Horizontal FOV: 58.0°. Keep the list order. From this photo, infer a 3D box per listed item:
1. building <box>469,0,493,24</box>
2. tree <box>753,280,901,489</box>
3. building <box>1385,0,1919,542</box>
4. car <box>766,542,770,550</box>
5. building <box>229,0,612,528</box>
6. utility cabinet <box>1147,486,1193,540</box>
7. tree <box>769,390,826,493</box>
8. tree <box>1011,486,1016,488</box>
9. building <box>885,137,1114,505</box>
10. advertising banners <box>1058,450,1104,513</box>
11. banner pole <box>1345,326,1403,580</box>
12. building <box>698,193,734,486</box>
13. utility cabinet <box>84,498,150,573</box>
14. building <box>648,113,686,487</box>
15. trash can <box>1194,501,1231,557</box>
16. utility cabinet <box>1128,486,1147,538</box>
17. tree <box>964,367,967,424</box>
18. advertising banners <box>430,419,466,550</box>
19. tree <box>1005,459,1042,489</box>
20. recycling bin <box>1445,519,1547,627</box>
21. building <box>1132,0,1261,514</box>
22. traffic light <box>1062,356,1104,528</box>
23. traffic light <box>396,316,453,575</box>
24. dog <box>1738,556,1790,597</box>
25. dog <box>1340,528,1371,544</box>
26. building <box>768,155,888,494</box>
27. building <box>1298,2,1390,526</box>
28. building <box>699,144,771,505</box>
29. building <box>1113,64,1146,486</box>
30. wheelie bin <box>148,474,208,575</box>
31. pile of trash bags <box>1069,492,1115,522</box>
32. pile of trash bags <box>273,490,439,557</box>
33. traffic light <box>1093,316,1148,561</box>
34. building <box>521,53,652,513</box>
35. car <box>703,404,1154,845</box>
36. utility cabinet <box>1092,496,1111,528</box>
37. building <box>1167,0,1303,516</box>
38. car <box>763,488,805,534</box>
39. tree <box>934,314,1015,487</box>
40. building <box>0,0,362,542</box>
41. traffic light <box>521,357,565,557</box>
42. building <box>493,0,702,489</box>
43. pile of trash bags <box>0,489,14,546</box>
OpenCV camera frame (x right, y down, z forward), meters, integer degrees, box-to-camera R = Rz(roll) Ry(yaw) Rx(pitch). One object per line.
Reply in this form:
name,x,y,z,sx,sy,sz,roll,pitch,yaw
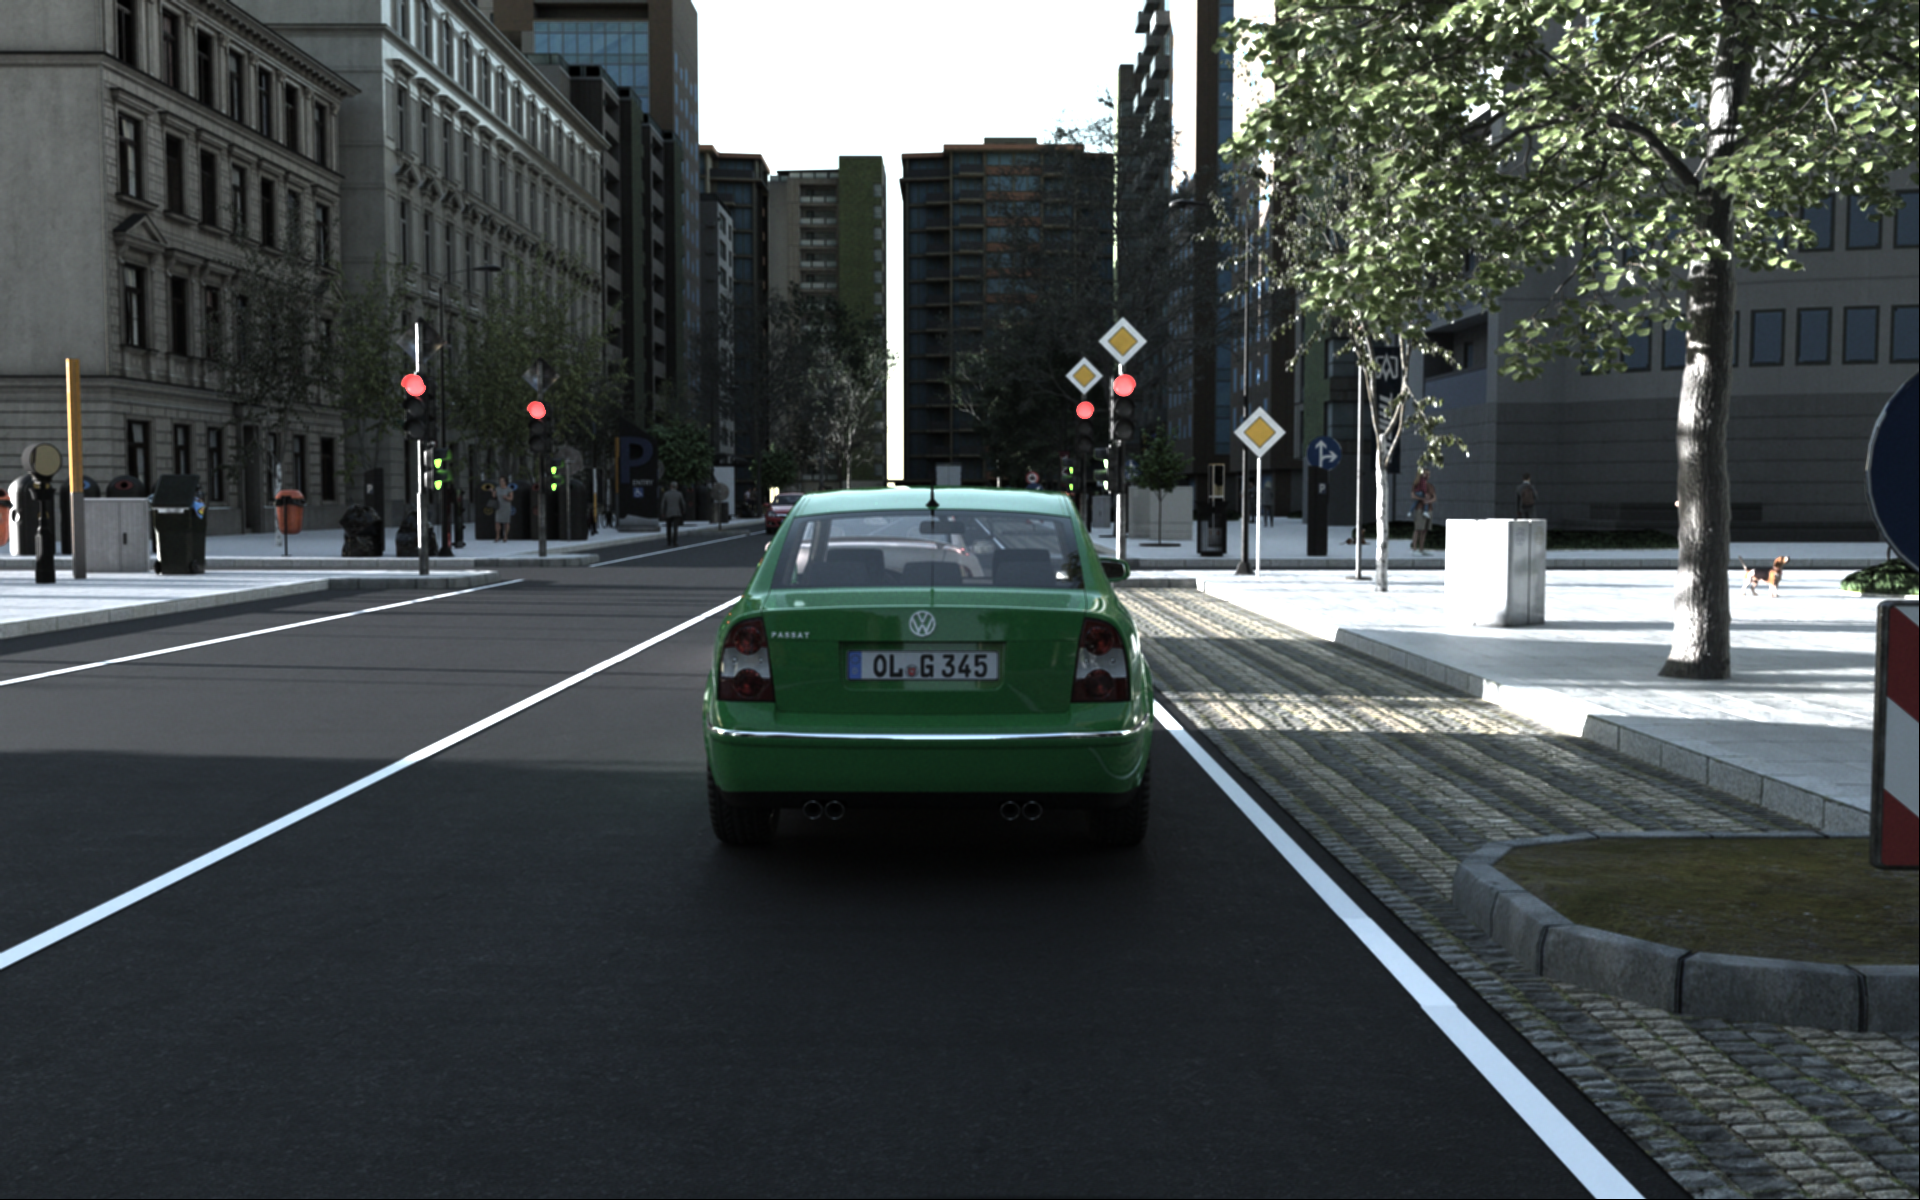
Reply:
building,-46.823,-44.406,164.291,20.611,71.187,20.563,0,4,0
tree,-12.597,-18.185,153.209,12.611,20.169,13.585,0,3,0
building,29.752,-31.308,53.891,28.212,58.520,21.231,0,4,0
car,-0.721,-0.175,15.226,2.083,1.381,4.827,0,4,0
building,-29.673,-18.971,86.598,17.030,29.872,44.131,0,4,0
utility cabinet,5.896,-2.422,48.284,1.173,1.500,0.318,1,4,14
tree,-11.370,-10.500,122.034,4.360,8.622,3.978,0,3,0
tree,4.841,-11.910,145.097,4.360,8.622,3.978,0,3,0
building,5.453,-34.294,215.324,28.867,44.769,22.147,0,4,0
advertising banners,4.887,-4.505,69.843,2.074,3.025,0.090,-1,4,-23
banner pole,6.206,-2.194,25.886,0.863,3.779,0.401,0,4,-7
building,-29.420,-24.267,168.472,14.107,30.474,14.160,0,4,0
utility cabinet,-13.880,-1.055,28.411,1.020,1.237,0.306,-1,4,-15
building,-28.962,-22.013,131.609,14.160,30.474,14.107,0,4,0
trash can,5.184,-1.467,35.632,0.748,1.137,0.748,0,3,0
utility cabinet,5.449,-2.528,50.017,1.173,1.500,0.318,-1,4,-23
tree,5.054,-13.062,120.225,9.857,13.997,8.962,0,3,0
advertising banners,-11.968,-2.700,40.332,0.090,3.025,2.074,0,4,6
tree,4.786,-8.830,128.080,4.285,4.588,4.351,0,3,0
recycling bin,5.294,-0.279,17.116,0.722,1.027,0.722,-3,5,-42
building,26.499,-32.195,145.990,23.786,49.044,30.456,0,4,0
traffic light,2.516,-2.848,35.488,0.839,4.253,0.868,0,4,0
traffic light,-8.509,-2.356,27.437,0.839,4.253,0.868,0,4,0
dog,10.078,-0.300,21.729,0.540,0.507,0.406,1,4,16
dog,10.073,-1.619,44.200,0.748,0.427,0.550,2,4,27
building,-16.008,-32.306,211.790,14.086,41.232,14.154,0,4,0
building,21.802,-23.958,75.303,14.154,41.232,14.086,0,4,0
building,-38.209,-34.304,215.491,28.867,44.769,22.147,0,4,0
building,21.779,-29.654,168.436,14.154,41.232,14.086,0,4,0
wheelie bin,-12.507,-1.213,27.742,0.980,1.594,0.693,0,4,2
pile of trash bags,5.988,-4.284,79.798,1.912,1.369,3.447,-2,4,-30
pile of trash bags,-12.520,-1.605,35.994,3.447,1.369,1.912,0,3,0
traffic light,2.552,-2.360,27.503,0.839,4.253,0.868,0,4,0
building,-29.560,-21.145,117.426,14.160,30.474,14.107,0,4,0
car,-0.098,0.021,8.446,1.959,1.807,4.718,0,4,1
utility cabinet,5.375,-3.351,65.951,0.306,1.237,1.020,-1,4,-23
building,22.723,-28.972,123.800,14.600,45.320,14.200,0,4,0
car,-6.095,-3.327,63.433,2.155,1.783,4.494,0,4,-1
tree,3.516,-20.004,182.949,12.611,20.169,13.585,0,3,0
building,-27.522,-11.661,55.287,10.561,19.102,19.286,0,4,0
traffic light,-8.545,-2.844,35.422,0.839,4.253,0.868,0,4,0
building,-29.787,-30.308,145.641,14.600,45.320,14.200,0,4,0
pile of trash bags,-16.141,-1.015,26.344,1.912,1.369,3.447,2,4,31
